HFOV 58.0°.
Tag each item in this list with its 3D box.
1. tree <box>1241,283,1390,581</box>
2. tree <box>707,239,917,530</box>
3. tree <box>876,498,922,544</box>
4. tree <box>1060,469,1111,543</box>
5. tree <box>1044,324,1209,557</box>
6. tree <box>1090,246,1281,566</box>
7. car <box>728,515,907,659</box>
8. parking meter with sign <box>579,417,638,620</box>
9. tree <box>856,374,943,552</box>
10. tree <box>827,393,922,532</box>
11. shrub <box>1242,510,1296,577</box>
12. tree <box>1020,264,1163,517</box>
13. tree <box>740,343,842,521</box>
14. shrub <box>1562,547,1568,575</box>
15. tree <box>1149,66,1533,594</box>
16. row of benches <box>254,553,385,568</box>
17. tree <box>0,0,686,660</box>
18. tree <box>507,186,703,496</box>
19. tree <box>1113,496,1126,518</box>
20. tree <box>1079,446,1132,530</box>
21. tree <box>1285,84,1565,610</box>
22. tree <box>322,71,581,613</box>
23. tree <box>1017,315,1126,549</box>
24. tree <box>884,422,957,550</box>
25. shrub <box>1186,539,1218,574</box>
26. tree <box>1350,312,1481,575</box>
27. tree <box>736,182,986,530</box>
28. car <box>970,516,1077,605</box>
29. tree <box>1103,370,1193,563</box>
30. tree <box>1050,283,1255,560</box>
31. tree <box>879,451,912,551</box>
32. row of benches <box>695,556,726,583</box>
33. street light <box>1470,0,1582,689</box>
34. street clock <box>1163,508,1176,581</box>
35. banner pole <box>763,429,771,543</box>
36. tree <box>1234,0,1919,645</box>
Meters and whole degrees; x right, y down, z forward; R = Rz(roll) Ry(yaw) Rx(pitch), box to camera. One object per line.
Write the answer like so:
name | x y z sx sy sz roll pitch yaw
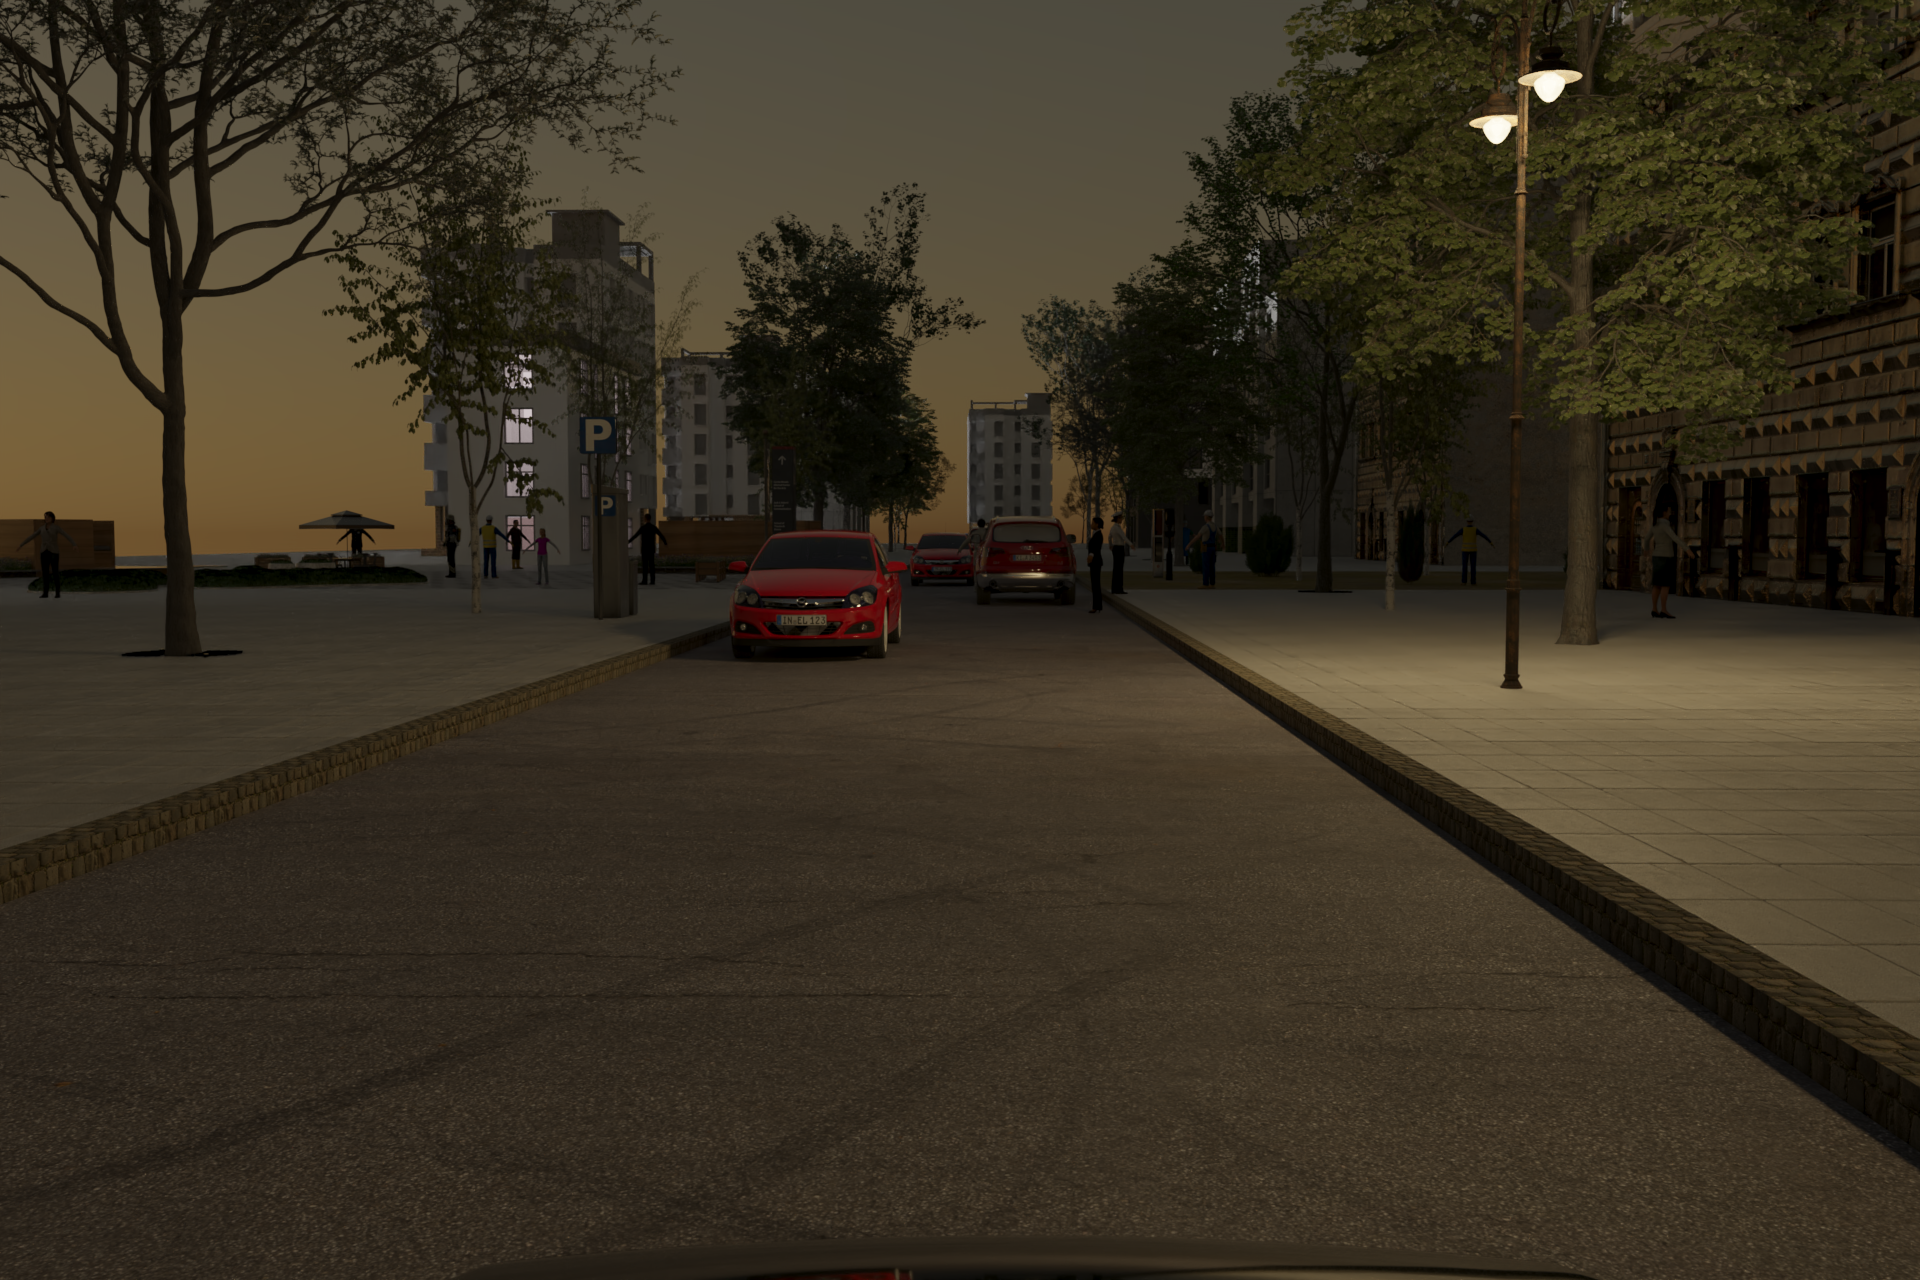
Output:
tree | 9.277 -5.953 47.689 4.360 8.622 3.978 0 3 0
tree | -6.355 -10.405 76.773 9.857 13.997 8.962 0 3 0
tree | -8.491 -18.927 235.217 9.928 11.665 9.643 0 3 0
tree | 17.084 -18.479 236.547 7.601 10.594 8.767 0 4 6
tree | 9.666 -11.533 98.934 12.009 13.543 11.850 0 3 0
tree | 8.874 -9.181 68.233 7.486 12.596 7.792 0 3 0
car | -1.698 -0.749 21.283 2.155 1.783 4.494 0 4 1
parking meter with sign | -5.351 -1.859 26.649 0.543 3.016 1.738 0 4 2
tree | -4.674 -12.507 122.624 7.486 12.596 7.792 0 3 0
tree | -5.955 -10.801 111.009 8.767 10.594 7.601 2 4 34
shrub | 9.300 -2.915 52.082 1.690 2.028 1.600 0 3 0
tree | 10.909 -16.249 121.559 12.611 20.169 13.585 0 3 0
tree | -6.753 -7.180 67.755 4.737 8.622 4.395 0 3 0
shrub | 17.889 -2.381 50.051 1.383 1.207 1.383 0 3 0
tree | 8.145 -6.842 37.616 9.928 11.665 9.643 0 3 0
row of benches | -20.831 -2.487 56.132 4.104 0.672 1.422 -2 4 -26
tree | -8.297 -6.569 17.775 12.009 13.543 11.850 0 3 0
tree | -8.106 -5.338 37.633 4.360 8.622 3.978 0 3 0
tree | 23.072 -17.547 237.262 4.737 8.622 4.395 0 3 0
tree | 10.140 -9.678 108.592 4.360 8.622 3.978 0 3 0
tree | 7.424 -4.799 28.827 4.737 8.622 4.395 0 3 0
tree | -7.885 -4.731 27.721 4.737 8.622 4.395 0 3 0
tree | 11.170 -17.714 145.519 12.611 20.169 13.585 0 3 0
tree | -4.512 -12.610 140.589 8.767 10.594 7.601 0 4 -2
shrub | 7.767 -2.716 55.527 1.383 1.207 1.383 0 3 0
tree | 14.304 -6.313 53.586 4.737 8.622 4.395 0 3 0
tree | -4.683 -14.458 92.283 12.611 20.169 13.585 0 3 0
car | 1.355 -1.712 36.659 2.281 1.827 5.304 0 4 1
tree | 8.480 -7.662 75.633 4.360 8.622 3.978 0 3 0
tree | 9.477 -10.659 84.646 12.009 13.543 11.850 0 3 0
tree | -5.147 -11.174 133.059 4.737 8.622 4.395 0 3 0
row of benches | -6.858 -1.971 47.696 1.422 0.672 4.104 0 4 -5
street light | 4.589 -2.535 14.236 0.468 5.910 1.993 0 4 2
street clock | 5.785 -2.646 47.831 0.358 2.002 0.471 0 4 2
banner pole | -4.636 -3.164 41.756 0.401 3.779 0.863 0 4 3
tree | 7.146 -6.246 20.255 7.486 12.596 7.792 0 3 0
